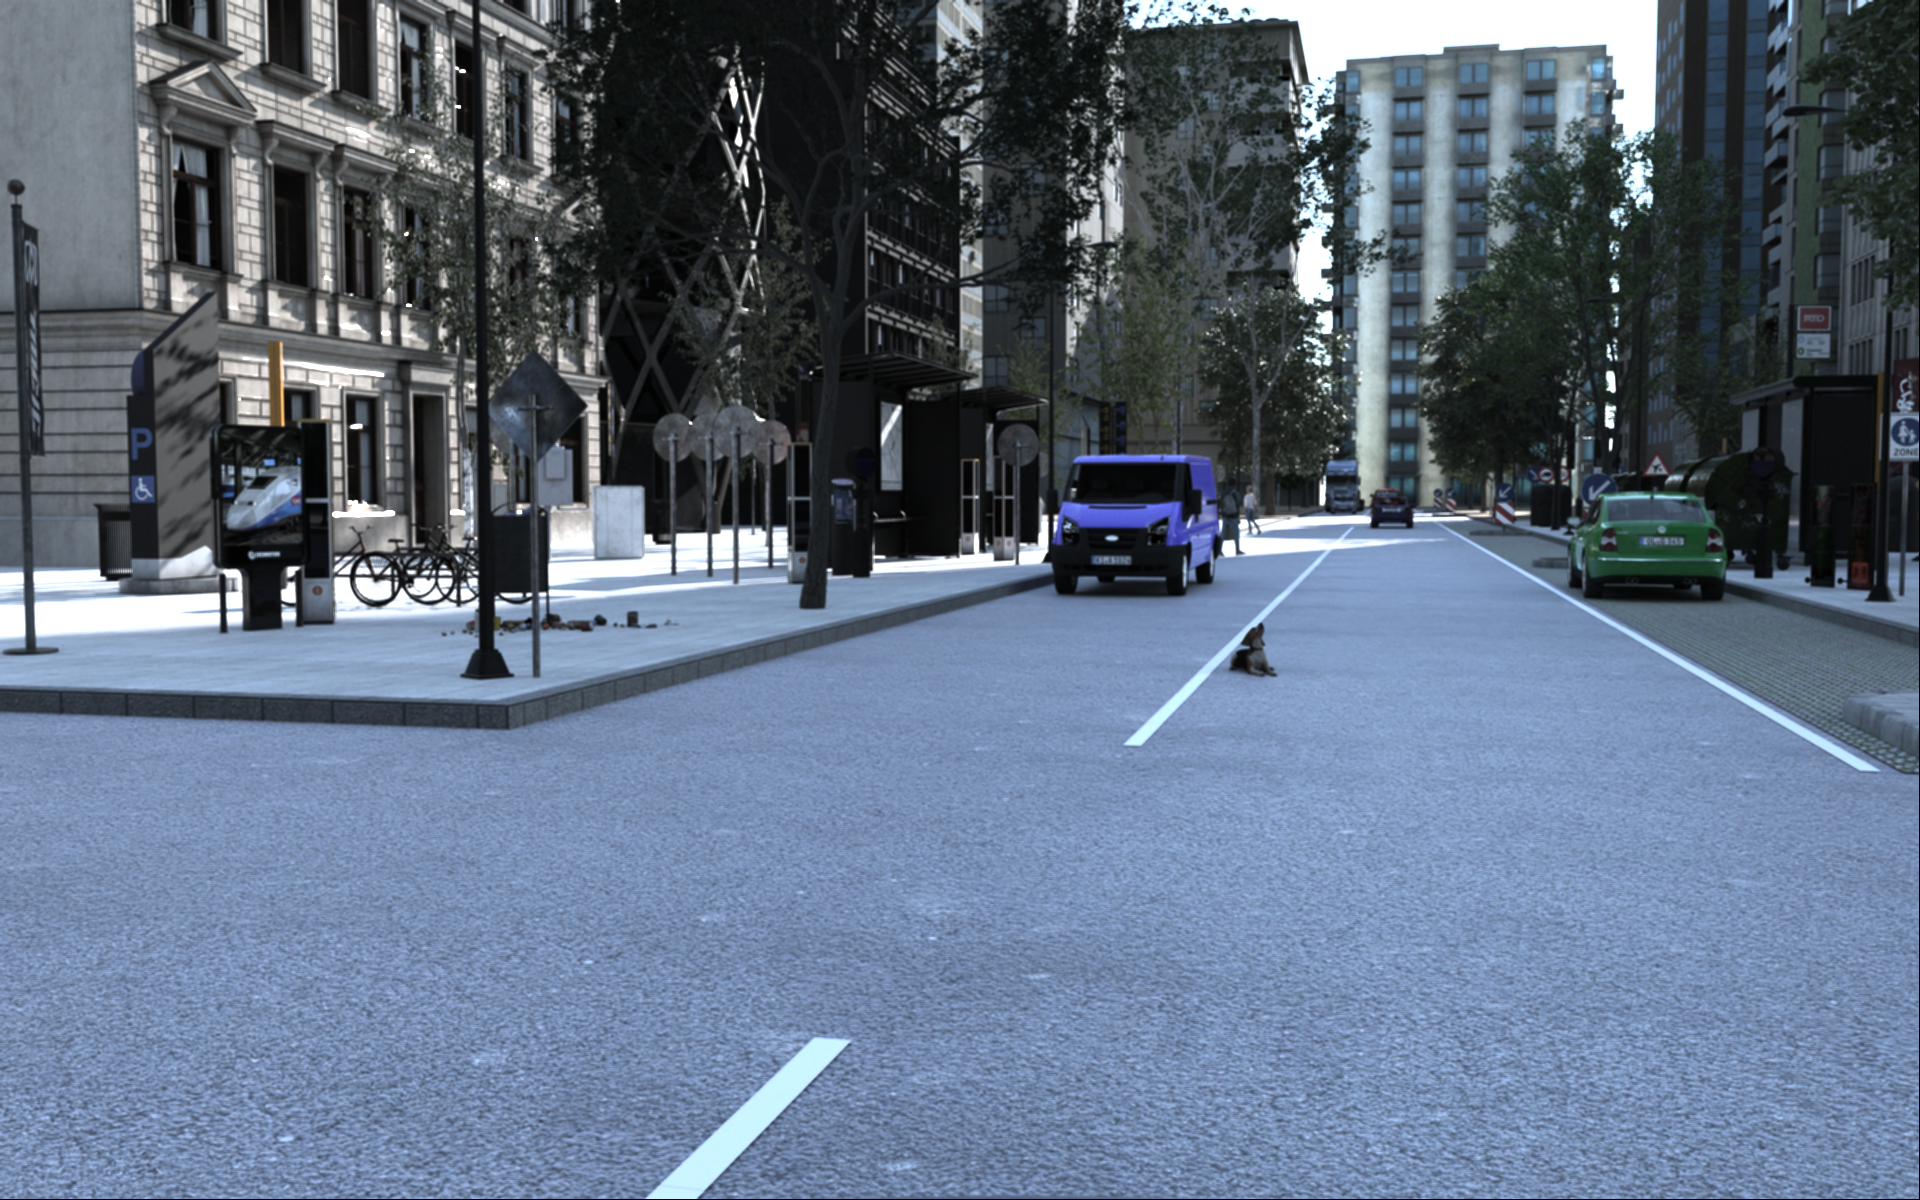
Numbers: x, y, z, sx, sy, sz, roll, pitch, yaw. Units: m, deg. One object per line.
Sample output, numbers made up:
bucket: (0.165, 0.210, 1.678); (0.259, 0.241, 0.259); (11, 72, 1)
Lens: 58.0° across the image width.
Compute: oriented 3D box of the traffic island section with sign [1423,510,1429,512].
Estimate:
traffic island section with sign: (37.337, -7.774, 135.735); (1.989, 1.847, 2.006); (1, 4, 14)

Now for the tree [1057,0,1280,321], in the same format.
tree: (9.187, -12.667, 62.994); (12.611, 20.169, 13.585); (0, 3, 0)

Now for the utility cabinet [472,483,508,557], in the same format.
utility cabinet: (-9.439, -1.593, 34.723); (0.318, 1.500, 1.173); (-3, 5, -39)

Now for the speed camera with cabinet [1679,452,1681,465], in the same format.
speed camera with cabinet: (32.894, -5.268, 80.462); (2.038, 3.252, 0.660); (-1, 4, -10)

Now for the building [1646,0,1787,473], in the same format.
building: (60.175, -29.328, 129.632); (14.600, 45.320, 14.200); (1, 4, 14)

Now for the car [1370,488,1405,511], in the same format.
car: (28.658, -6.577, 116.212); (2.281, 1.827, 5.304); (1, 4, 14)

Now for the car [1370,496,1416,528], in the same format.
car: (18.473, -3.755, 73.968); (1.945, 1.354, 3.894); (1, 4, 15)

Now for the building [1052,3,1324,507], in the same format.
building: (26.942, -37.103, 195.869); (27.495, 52.752, 28.713); (1, 4, 14)

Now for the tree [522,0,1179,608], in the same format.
tree: (-1.349, -5.173, 18.996); (7.601, 10.594, 8.767); (1, 4, 23)

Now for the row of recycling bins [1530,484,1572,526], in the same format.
row of recycling bins: (24.392, -3.924, 71.277); (1.069, 1.692, 3.534); (2, 4, 35)

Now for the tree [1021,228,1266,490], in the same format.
tree: (4.966, -5.920, 47.154); (4.737, 8.622, 4.395); (0, 3, 0)

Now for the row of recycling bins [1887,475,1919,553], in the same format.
row of recycling bins: (22.192, -1.911, 38.352); (3.534, 1.692, 1.069); (0, 3, 0)

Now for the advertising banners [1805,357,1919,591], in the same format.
advertising banners: (12.057, -1.648, 23.135); (0.090, 3.025, 2.074); (-1, 4, -11)

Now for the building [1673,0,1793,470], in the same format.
building: (58.781, -48.481, 105.334); (22.319, 86.520, 31.000); (1, 4, 14)

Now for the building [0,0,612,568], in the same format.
building: (-16.417, -10.681, 39.264); (10.561, 19.102, 19.286); (1, 4, 14)

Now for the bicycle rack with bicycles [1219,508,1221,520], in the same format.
bicycle rack with bicycles: (11.820, -4.253, 82.912); (2.852, 0.926, 2.925); (-1, 4, -11)

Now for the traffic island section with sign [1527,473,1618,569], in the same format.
traffic island section with sign: (12.233, -1.535, 33.723); (1.989, 1.847, 2.006); (1, 4, 14)

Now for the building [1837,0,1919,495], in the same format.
building: (43.366, -15.251, 67.376); (12.078, 24.808, 19.932); (1, 4, 14)

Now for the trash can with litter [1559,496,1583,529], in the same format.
trash can with litter: (22.949, -3.230, 63.865); (1.678, 1.210, 2.233); (1, 4, 21)

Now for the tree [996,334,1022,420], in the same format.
tree: (3.371, -7.855, 78.791); (4.737, 8.622, 4.395); (0, 3, 0)

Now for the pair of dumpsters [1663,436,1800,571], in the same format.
pair of dumpsters: (13.789, -1.750, 31.104); (1.574, 2.255, 4.437); (1, 4, 14)

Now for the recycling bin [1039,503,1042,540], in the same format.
recycling bin: (1.876, -2.213, 48.738); (0.722, 1.027, 0.722); (1, 4, 19)

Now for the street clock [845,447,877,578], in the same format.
street clock: (-1.520, -1.350, 26.642); (0.358, 2.002, 0.471); (3, 5, 41)

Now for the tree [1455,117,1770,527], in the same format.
tree: (17.672, -7.412, 46.943); (9.928, 11.665, 9.643); (0, 3, 0)

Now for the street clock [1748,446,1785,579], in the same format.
street clock: (12.255, -1.333, 26.357); (0.358, 2.002, 0.471); (-2, 4, -28)

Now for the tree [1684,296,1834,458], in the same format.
tree: (30.594, -7.040, 65.474); (4.737, 8.622, 4.395); (0, 3, 0)

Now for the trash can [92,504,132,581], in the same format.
trash can: (-12.444, -0.860, 25.710); (0.748, 1.137, 0.748); (0, 3, 0)

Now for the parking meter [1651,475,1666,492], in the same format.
parking meter: (20.973, -2.834, 52.053); (0.255, 1.863, 0.399); (-1, 4, -23)

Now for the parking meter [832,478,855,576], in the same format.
parking meter: (-1.840, -1.161, 27.388); (0.372, 1.533, 0.369); (0, 3, 0)

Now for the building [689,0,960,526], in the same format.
building: (-7.854, -15.195, 78.111); (12.332, 23.373, 15.834); (1, 4, 14)

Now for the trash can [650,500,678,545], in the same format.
trash can: (-7.543, -1.989, 44.170); (0.748, 1.137, 0.748); (0, 3, 0)

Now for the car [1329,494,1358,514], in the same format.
car: (27.699, -6.912, 125.008); (2.014, 1.417, 4.499); (1, 4, 14)

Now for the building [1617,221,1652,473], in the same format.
building: (75.294, -24.794, 177.076); (14.107, 30.474, 14.160); (1, 4, 14)

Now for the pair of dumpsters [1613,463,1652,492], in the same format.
pair of dumpsters: (21.725, -3.244, 55.526); (1.574, 2.255, 4.437); (1, 4, 14)

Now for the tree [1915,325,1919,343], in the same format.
tree: (29.141, -6.046, 49.212); (4.737, 8.622, 4.395); (0, 3, 0)

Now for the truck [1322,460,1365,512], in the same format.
truck: (31.824, -9.364, 142.852); (2.967, 4.110, 18.799); (1, 4, 15)

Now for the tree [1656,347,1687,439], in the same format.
tree: (32.235, -7.588, 74.425); (4.737, 8.622, 4.395); (0, 3, 0)

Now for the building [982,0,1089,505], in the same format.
building: (-1.864, -33.540, 137.610); (27.495, 52.752, 28.713); (1, 4, 14)

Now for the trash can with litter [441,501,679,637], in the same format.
trash can with litter: (-3.780, -0.332, 16.486); (2.233, 1.210, 1.678); (-1, 4, -16)

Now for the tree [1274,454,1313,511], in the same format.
tree: (25.254, -9.119, 132.816); (4.285, 4.588, 4.351); (0, 3, 0)

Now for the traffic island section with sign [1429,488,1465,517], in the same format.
traffic island section with sign: (30.833, -6.157, 109.287); (1.989, 1.847, 2.006); (1, 4, 14)

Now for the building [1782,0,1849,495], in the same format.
building: (48.822, -24.600, 85.810); (14.154, 41.232, 14.086); (1, 4, 14)

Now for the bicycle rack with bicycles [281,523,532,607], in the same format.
bicycle rack with bicycles: (-6.279, -0.438, 20.546); (2.925, 0.926, 2.852); (1, 4, 11)

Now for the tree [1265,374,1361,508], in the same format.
tree: (31.967, -14.855, 159.893); (9.611, 12.733, 9.660); (0, 3, 0)

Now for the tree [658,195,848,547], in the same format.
tree: (-4.916, -5.609, 42.072); (4.360, 8.622, 3.978); (0, 3, 0)

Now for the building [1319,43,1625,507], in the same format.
building: (54.713, -34.732, 187.477); (30.456, 49.044, 23.786); (1, 4, 14)

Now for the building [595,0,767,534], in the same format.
building: (-15.309, -11.627, 57.554); (16.820, 18.784, 16.811); (1, 4, 14)

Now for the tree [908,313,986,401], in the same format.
tree: (-0.412, -7.317, 69.988); (4.360, 8.622, 3.978); (0, 3, 0)

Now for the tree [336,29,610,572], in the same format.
tree: (-7.898, -4.778, 28.489); (4.360, 8.622, 3.978); (0, 3, 0)

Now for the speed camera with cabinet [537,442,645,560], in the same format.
speed camera with cabinet: (-7.262, -2.426, 34.002); (2.038, 3.252, 0.660); (-1, 4, -17)

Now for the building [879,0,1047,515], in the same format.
building: (-11.914, -25.177, 103.531); (32.217, 40.220, 23.993); (1, 4, 14)

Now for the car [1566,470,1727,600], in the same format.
car: (9.760, -0.979, 24.797); (1.959, 1.807, 4.718); (1, 4, 15)

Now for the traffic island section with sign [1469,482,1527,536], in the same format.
traffic island section with sign: (18.677, -3.136, 59.900); (1.989, 1.847, 2.006); (1, 4, 14)

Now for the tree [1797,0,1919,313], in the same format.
tree: (11.130, -5.952, 15.448); (7.486, 12.596, 7.792); (0, 3, 0)

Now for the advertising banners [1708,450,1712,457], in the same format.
advertising banners: (29.935, -4.495, 69.680); (0.090, 3.025, 2.074); (1, 4, 9)
